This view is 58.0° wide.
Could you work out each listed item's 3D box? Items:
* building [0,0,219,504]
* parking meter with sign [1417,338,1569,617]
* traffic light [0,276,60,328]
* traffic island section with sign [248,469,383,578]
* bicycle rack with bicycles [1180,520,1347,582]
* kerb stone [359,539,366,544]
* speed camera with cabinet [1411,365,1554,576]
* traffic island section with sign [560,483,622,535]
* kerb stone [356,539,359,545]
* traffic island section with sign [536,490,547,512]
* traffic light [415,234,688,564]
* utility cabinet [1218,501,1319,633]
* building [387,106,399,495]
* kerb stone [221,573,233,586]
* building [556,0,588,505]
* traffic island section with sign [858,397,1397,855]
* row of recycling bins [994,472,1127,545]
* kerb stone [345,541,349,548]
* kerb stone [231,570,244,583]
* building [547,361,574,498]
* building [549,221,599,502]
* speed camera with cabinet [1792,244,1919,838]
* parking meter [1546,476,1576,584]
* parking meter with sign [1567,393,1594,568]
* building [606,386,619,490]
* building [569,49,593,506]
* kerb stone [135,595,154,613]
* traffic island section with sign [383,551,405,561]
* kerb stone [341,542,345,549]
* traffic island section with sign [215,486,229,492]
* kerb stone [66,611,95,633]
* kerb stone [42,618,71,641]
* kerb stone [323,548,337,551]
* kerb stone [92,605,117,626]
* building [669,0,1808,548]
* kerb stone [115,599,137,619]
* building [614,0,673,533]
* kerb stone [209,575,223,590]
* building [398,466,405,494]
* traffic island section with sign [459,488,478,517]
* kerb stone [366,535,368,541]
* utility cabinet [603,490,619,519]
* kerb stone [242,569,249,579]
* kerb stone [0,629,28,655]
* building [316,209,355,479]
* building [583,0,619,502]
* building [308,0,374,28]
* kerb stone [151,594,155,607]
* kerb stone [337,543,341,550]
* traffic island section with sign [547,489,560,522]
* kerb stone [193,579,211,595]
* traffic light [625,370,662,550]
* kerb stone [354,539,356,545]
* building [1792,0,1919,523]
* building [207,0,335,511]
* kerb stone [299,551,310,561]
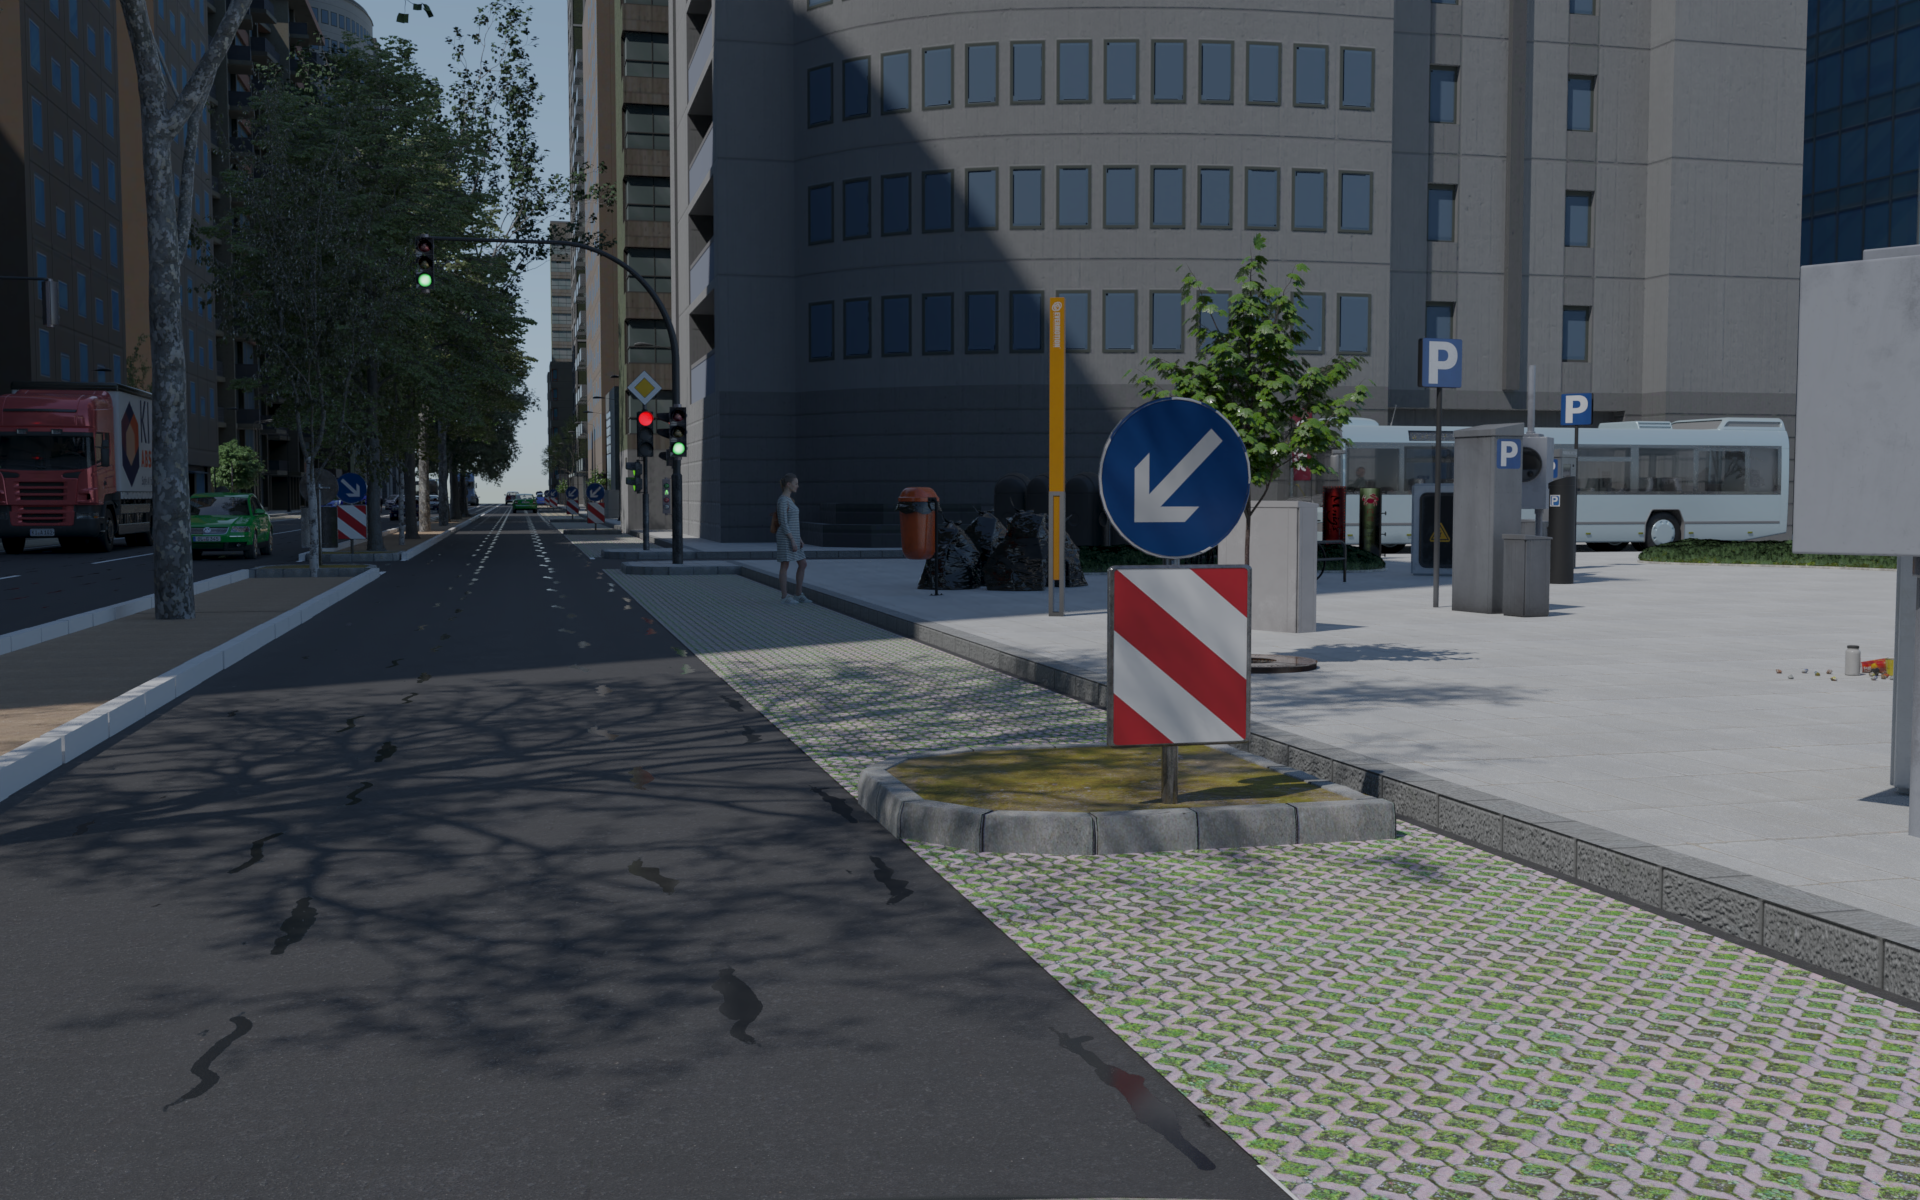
[{"bbox_3d":[-43.978,-26.384,81.490,14.600,45.320,14.200,-1,4,-14],"label":"building"},{"bbox_3d":[5.698,-1.375,18.738,0.543,3.016,1.738,-1,4,-22],"label":"parking meter with sign"},{"bbox_3d":[-21.278,-3.746,35.908,4.771,5.953,1.251,-1,4,-14],"label":"traffic light"},{"bbox_3d":[-11.363,-1.369,30.525,2.006,1.907,1.989,-1,4,-14],"label":"traffic island section with sign"},{"bbox_3d":[4.156,-0.724,25.224,2.925,0.926,2.852,-3,5,-43],"label":"bicycle rack with bicycles"},{"bbox_3d":[-17.481,-1.723,50.417,0.120,0.150,1.000,-1,4,-14],"label":"kerb stone"},{"bbox_3d":[8.103,-1.991,26.892,2.038,3.252,0.660,2,4,29],"label":"speed camera with cabinet"},{"bbox_3d":[-13.086,-3.236,61.543,1.989,1.847,2.006,-1,4,-14],"label":"traffic island section with sign"},{"bbox_3d":[-16.976,-1.603,48.427,0.120,0.150,1.000,-1,4,-14],"label":"kerb stone"},{"bbox_3d":[-31.960,-7.767,135.613,1.989,1.847,2.006,-1,4,-14],"label":"traffic island section with sign"},{"bbox_3d":[-7.223,-3.450,31.069,4.771,5.953,1.251,-1,4,-14],"label":"traffic light"},{"bbox_3d":[2.906,-0.320,16.396,0.306,1.237,1.020,-3,4,-38],"label":"utility cabinet"},{"bbox_3d":[-86.153,-41.911,227.243,21.231,58.520,28.212,-1,4,-14],"label":"building"},{"bbox_3d":[-11.537,-0.297,27.044,0.120,0.150,1.000,-1,4,-14],"label":"kerb stone"},{"bbox_3d":[-40.254,-47.604,216.569,20.563,71.187,20.611,-1,4,-14],"label":"building"},{"bbox_3d":[0.595,0.050,7.813,1.989,1.847,2.006,-1,4,-14],"label":"traffic island section with sign"},{"bbox_3d":[2.080,-1.555,32.543,3.534,1.692,1.069,3,5,39],"label":"row of recycling bins"},{"bbox_3d":[-16.217,-1.422,45.456,0.120,0.150,1.000,-1,4,-14],"label":"kerb stone"},{"bbox_3d":[-11.782,-0.357,28.040,0.120,0.150,1.000,-1,4,-14],"label":"kerb stone"},{"bbox_3d":[-43.392,-24.327,242.783,27.650,21.520,28.899,-1,4,-14],"label":"building"},{"bbox_3d":[-54.591,-35.367,261.848,14.154,41.232,14.086,-1,4,-14],"label":"building"},{"bbox_3d":[4.117,-0.780,7.084,2.038,3.252,0.660,-3,5,-42],"label":"speed camera with cabinet"},{"bbox_3d":[8.588,-0.999,24.752,0.372,1.533,0.369,0,3,0],"label":"parking meter"},{"bbox_3d":[10.119,-2.030,29.450,0.543,3.016,1.738,3,5,43],"label":"parking meter with sign"},{"bbox_3d":[-8.548,-48.087,98.896,22.319,86.520,31.000,-1,4,-14],"label":"building"},{"bbox_3d":[-27.170,-33.915,174.111,23.786,49.044,30.456,-1,4,-14],"label":"building"},{"bbox_3d":[-10.015,0.073,21.085,0.120,0.150,1.000,-1,4,-14],"label":"kerb stone"},{"bbox_3d":[-13.182,-1.809,37.706,2.006,1.907,1.989,-1,4,-14],"label":"traffic island section with sign"},{"bbox_3d":[-15.964,-1.358,44.463,0.120,0.150,1.000,-1,4,-14],"label":"kerb stone"},{"bbox_3d":[-35.546,-4.574,83.409,1.989,1.847,2.006,-1,4,-14],"label":"traffic island section with sign"},{"bbox_3d":[-9.251,0.251,18.099,0.120,0.150,1.000,-1,4,-14],"label":"kerb stone"},{"bbox_3d":[-9.003,0.315,17.108,0.120,0.150,1.000,-1,4,-14],"label":"kerb stone"},{"bbox_3d":[-15.462,-1.237,42.481,0.120,0.150,1.000,-1,4,-14],"label":"kerb stone"},{"bbox_3d":[-9.501,0.189,19.098,0.120,0.150,1.000,-1,4,-14],"label":"kerb stone"},{"bbox_3d":[6.184,-31.158,51.427,28.212,58.520,21.231,-1,4,-14],"label":"building"},{"bbox_3d":[-9.748,0.129,20.090,0.120,0.150,1.000,-1,4,-14],"label":"kerb stone"},{"bbox_3d":[-6.790,-18.219,69.586,14.160,30.474,14.107,-1,4,-14],"label":"building"},{"bbox_3d":[-11.276,-0.236,26.055,0.120,0.150,1.000,-1,4,-14],"label":"kerb stone"},{"bbox_3d":[-87.231,-29.271,250.277,14.160,30.474,14.107,-1,4,-14],"label":"building"},{"bbox_3d":[-31.739,-6.262,110.526,2.006,1.907,1.989,-1,4,-14],"label":"traffic island section with sign"},{"bbox_3d":[-17.737,-1.781,51.413,0.120,0.150,1.000,-1,4,-14],"label":"kerb stone"},{"bbox_3d":[-18.008,-4.952,89.643,0.318,1.500,1.173,1,4,22],"label":"utility cabinet"},{"bbox_3d":[-12.037,-0.416,29.031,0.120,0.150,1.000,-1,4,-14],"label":"kerb stone"},{"bbox_3d":[-8.744,0.372,16.106,0.120,0.150,1.000,-1,4,-14],"label":"kerb stone"},{"bbox_3d":[-67.246,-24.287,168.791,14.160,30.474,14.107,-1,4,-14],"label":"building"},{"bbox_3d":[-25.407,-30.658,151.363,14.600,45.320,14.200,-1,4,-14],"label":"building"},{"bbox_3d":[-78.498,-40.248,200.056,21.231,58.520,28.212,-1,4,-14],"label":"building"},{"bbox_3d":[-10.265,0.008,22.083,0.120,0.150,1.000,-1,4,-14],"label":"kerb stone"},{"bbox_3d":[-15.711,-1.301,43.473,0.120,0.150,1.000,-1,4,-14],"label":"kerb stone"},{"bbox_3d":[-19.784,-4.844,87.822,1.989,1.847,2.006,-1,4,-14],"label":"traffic island section with sign"},{"bbox_3d":[-11.025,-0.174,25.064,0.120,0.150,1.000,-1,4,-14],"label":"kerb stone"},{"bbox_3d":[-7.189,-3.091,39.461,0.839,4.253,0.868,-1,4,-14],"label":"traffic light"},{"bbox_3d":[-16.725,-1.544,47.436,0.120,0.150,1.000,-1,4,-14],"label":"kerb stone"},{"bbox_3d":[35.253,-24.826,56.014,14.200,45.320,14.600,-1,4,-14],"label":"building"},{"bbox_3d":[-65.685,-30.068,146.230,22.147,44.769,28.867,-1,4,-14],"label":"building"},{"bbox_3d":[-14.197,-0.935,37.516,0.120,0.150,1.000,-1,4,-14],"label":"kerb stone"}]
